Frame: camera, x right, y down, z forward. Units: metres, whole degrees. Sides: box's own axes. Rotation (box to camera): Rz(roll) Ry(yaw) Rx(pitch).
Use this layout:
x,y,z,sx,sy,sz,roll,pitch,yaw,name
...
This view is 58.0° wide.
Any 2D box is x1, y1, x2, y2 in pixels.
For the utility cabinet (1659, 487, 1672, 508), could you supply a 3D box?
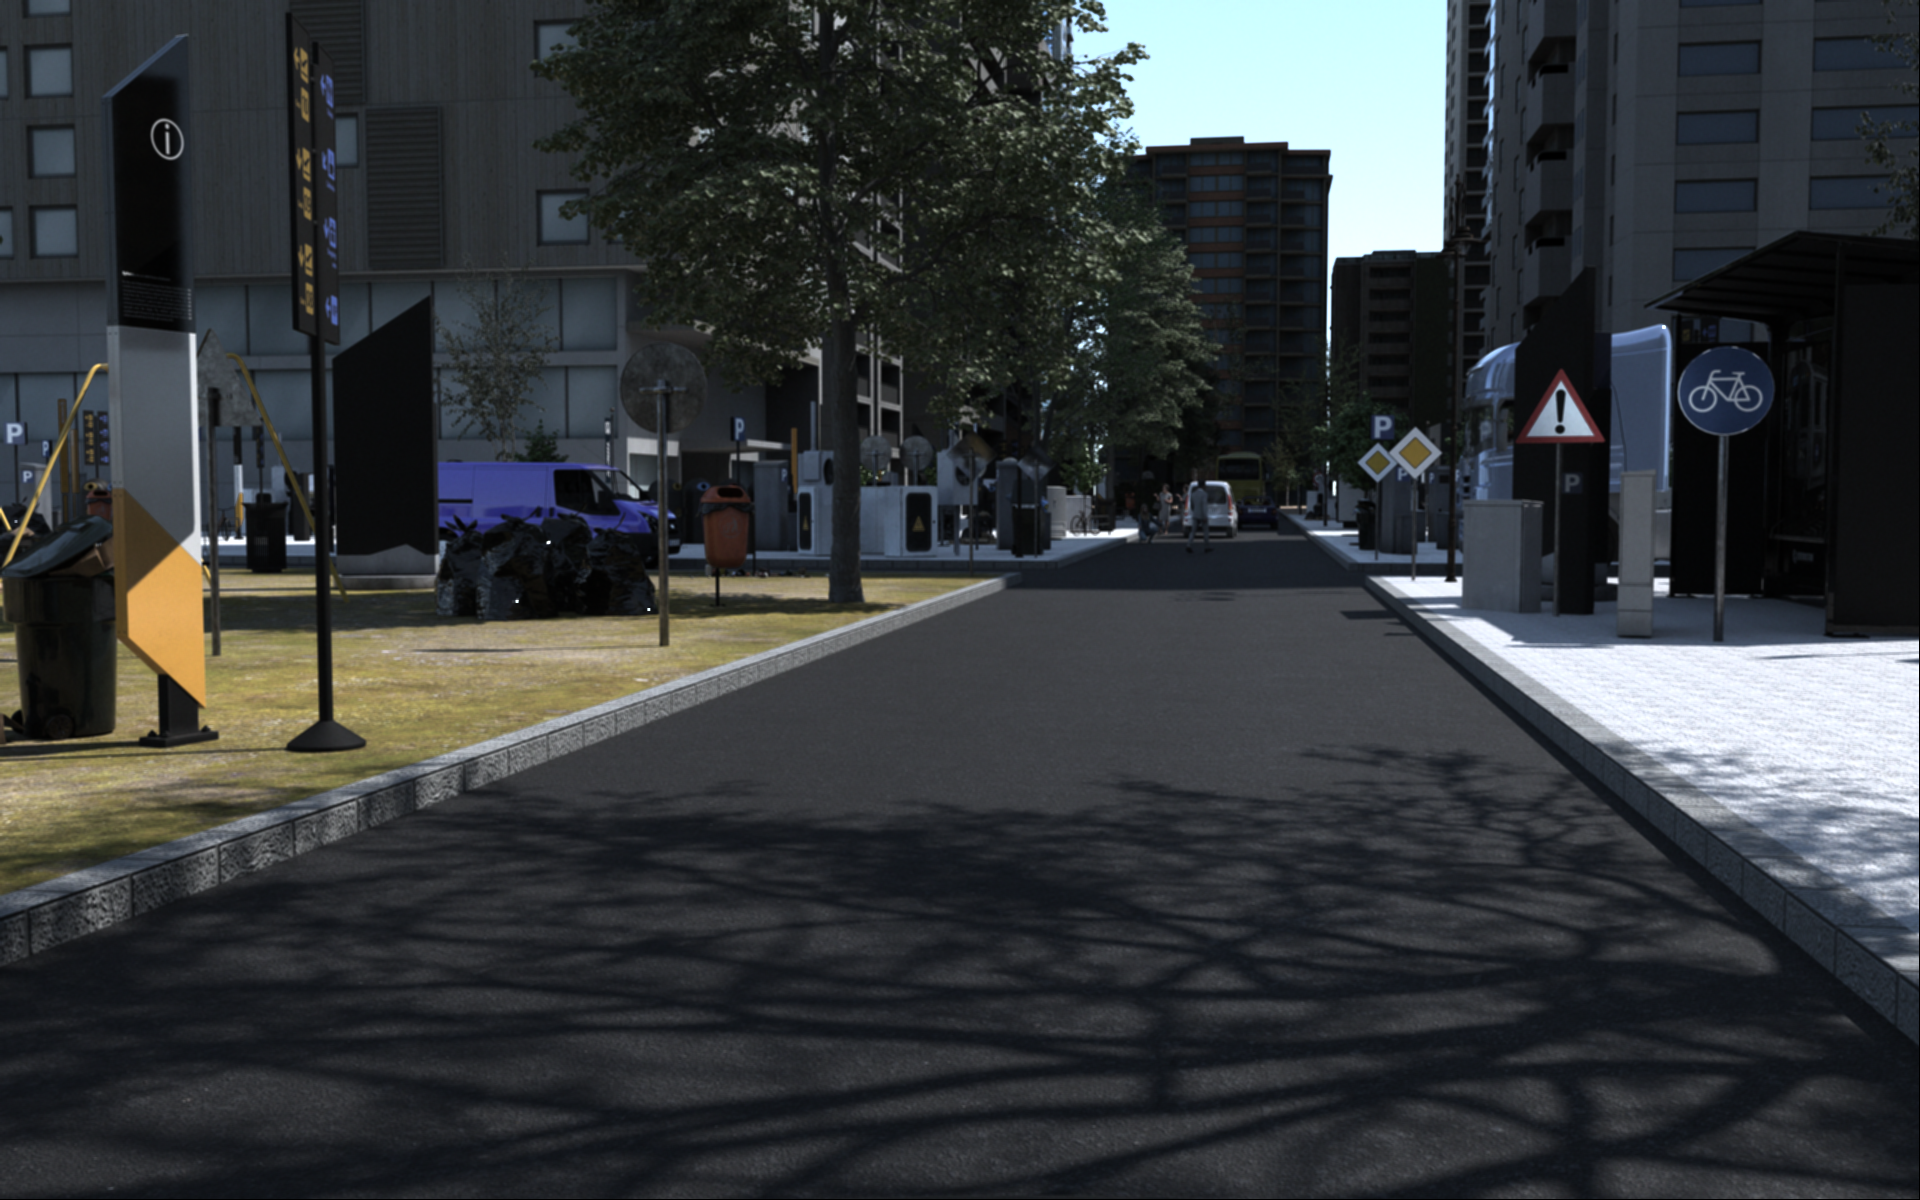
x,y,z,sx,sy,sz,roll,pitch,yaw,name
22.686,-2.872,55.643,0.318,1.500,1.173,-1,4,-21,utility cabinet

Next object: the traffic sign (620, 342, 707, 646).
x,y,z,sx,sy,sz,roll,pitch,yaw,name
-2.497,-0.883,14.543,0.768,2.556,0.104,1,4,11,traffic sign

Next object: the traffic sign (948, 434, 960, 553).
x,y,z,sx,sy,sz,roll,pitch,yaw,name
-0.102,-2.313,37.825,0.884,2.594,0.081,1,4,19,traffic sign

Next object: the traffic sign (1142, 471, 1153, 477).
x,y,z,sx,sy,sz,roll,pitch,yaw,name
10.247,-5.785,94.684,0.768,2.556,0.104,1,4,12,traffic sign

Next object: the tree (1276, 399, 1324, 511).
x,y,z,sx,sy,sz,roll,pitch,yaw,name
26.395,-11.231,133.984,4.360,8.622,3.978,0,3,0,tree

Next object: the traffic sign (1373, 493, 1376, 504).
x,y,z,sx,sy,sz,roll,pitch,yaw,name
11.735,-2.991,49.013,0.768,2.556,0.104,1,4,18,traffic sign

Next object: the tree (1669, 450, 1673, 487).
x,y,z,sx,sy,sz,roll,pitch,yaw,name
27.800,-4.491,68.026,1.663,3.219,1.824,0,3,0,tree

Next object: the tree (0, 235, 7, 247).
x,y,z,sx,sy,sz,roll,pitch,yaw,name
-5.061,-1.341,5.645,4.285,4.588,4.351,0,3,0,tree

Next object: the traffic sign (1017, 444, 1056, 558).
x,y,z,sx,sy,sz,roll,pitch,yaw,name
1.523,-1.896,34.642,0.795,2.450,0.064,1,4,10,traffic sign

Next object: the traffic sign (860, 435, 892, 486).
x,y,z,sx,sy,sz,roll,pitch,yaw,name
-1.852,-2.289,37.530,0.768,2.556,0.104,1,4,16,traffic sign

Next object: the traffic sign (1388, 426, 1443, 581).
x,y,z,sx,sy,sz,roll,pitch,yaw,name
6.723,-1.345,25.635,0.795,2.450,0.064,1,4,10,traffic sign

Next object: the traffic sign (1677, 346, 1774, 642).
x,y,z,sx,sy,sz,roll,pitch,yaw,name
6.605,-0.911,15.008,0.768,2.556,0.104,1,4,17,traffic sign

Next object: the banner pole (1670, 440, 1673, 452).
x,y,z,sx,sy,sz,roll,pitch,yaw,name
29.378,-4.948,70.922,0.863,3.779,0.401,3,5,45,banner pole

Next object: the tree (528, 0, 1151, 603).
x,y,z,sx,sy,sz,roll,pitch,yaw,name
-1.773,-6.262,20.504,7.486,12.596,7.792,0,3,0,tree

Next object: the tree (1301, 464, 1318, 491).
x,y,z,sx,sy,sz,roll,pitch,yaw,name
22.553,-7.036,109.641,1.663,3.219,1.824,0,3,0,tree

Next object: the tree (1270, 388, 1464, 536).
x,y,z,sx,sy,sz,roll,pitch,yaw,name
12.519,-4.240,53.034,4.285,4.588,4.351,0,3,0,tree

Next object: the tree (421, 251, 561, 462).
x,y,z,sx,sy,sz,roll,pitch,yaw,name
-13.772,-6.189,51.552,4.360,8.622,3.978,0,3,0,tree

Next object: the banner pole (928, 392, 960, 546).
x,y,z,sx,sy,sz,roll,pitch,yaw,name
-0.280,-3.220,42.662,0.401,3.779,0.863,3,5,44,banner pole

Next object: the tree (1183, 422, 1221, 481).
x,y,z,sx,sy,sz,roll,pitch,yaw,name
24.749,-13.752,175.204,4.360,8.622,3.978,0,3,0,tree

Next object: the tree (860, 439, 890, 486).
x,y,z,sx,sy,sz,roll,pitch,yaw,name
-3.560,-4.085,61.394,1.663,3.219,1.824,0,3,0,tree

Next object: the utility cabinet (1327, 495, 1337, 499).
x,y,z,sx,sy,sz,roll,pitch,yaw,name
21.286,-5.340,98.462,1.020,1.237,0.306,2,4,30,utility cabinet

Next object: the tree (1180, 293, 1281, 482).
x,y,z,sx,sy,sz,roll,pitch,yaw,name
23.321,-18.832,163.789,12.611,20.169,13.585,0,3,0,tree

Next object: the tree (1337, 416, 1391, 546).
x,y,z,sx,sy,sz,roll,pitch,yaw,name
10.246,-2.986,43.429,1.663,3.219,1.824,0,3,0,tree

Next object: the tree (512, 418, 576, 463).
x,y,z,sx,sy,sz,roll,pitch,yaw,name
-10.544,-3.025,44.057,1.663,3.219,1.824,0,3,0,tree

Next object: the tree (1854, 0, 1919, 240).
x,y,z,sx,sy,sz,roll,pitch,yaw,name
13.306,-4.383,22.028,4.360,8.622,3.978,0,3,0,tree

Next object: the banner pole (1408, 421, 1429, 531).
x,y,z,sx,sy,sz,roll,pitch,yaw,name
15.880,-4.270,59.838,0.863,3.779,0.401,1,4,8,banner pole

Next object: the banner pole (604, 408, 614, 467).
x,y,z,sx,sy,sz,roll,pitch,yaw,name
-10.120,-3.676,50.113,0.401,3.779,0.863,0,4,8,banner pole

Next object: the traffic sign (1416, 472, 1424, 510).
x,y,z,sx,sy,sz,roll,pitch,yaw,name
17.377,-3.906,65.989,0.606,2.300,0.079,1,4,15,traffic sign

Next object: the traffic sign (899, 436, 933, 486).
x,y,z,sx,sy,sz,roll,pitch,yaw,name
-0.973,-2.303,37.756,0.768,2.556,0.104,1,4,15,traffic sign

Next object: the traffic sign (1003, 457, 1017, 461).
x,y,z,sx,sy,sz,roll,pitch,yaw,name
1.721,-3.662,59.974,0.768,2.556,0.104,1,4,19,traffic sign

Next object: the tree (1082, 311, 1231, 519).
x,y,z,sx,sy,sz,roll,pitch,yaw,name
9.295,-9.401,88.111,7.601,10.594,8.767,3,4,36,tree

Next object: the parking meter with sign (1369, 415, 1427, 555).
x,y,z,sx,sy,sz,roll,pitch,yaw,name
9.395,-2.512,37.340,0.543,3.016,1.738,0,4,-8,parking meter with sign

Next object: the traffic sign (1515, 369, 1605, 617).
x,y,z,sx,sy,sz,roll,pitch,yaw,name
6.252,-1.106,18.089,0.884,2.594,0.081,1,4,17,traffic sign

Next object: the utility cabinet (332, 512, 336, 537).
x,y,z,sx,sy,sz,roll,pitch,yaw,name
-18.500,-2.642,51.882,0.318,1.500,1.173,2,4,24,utility cabinet

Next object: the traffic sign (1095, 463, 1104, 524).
x,y,z,sx,sy,sz,roll,pitch,yaw,name
5.576,-4.333,70.947,0.768,2.556,0.104,1,4,15,traffic sign

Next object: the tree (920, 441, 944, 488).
x,y,z,sx,sy,sz,roll,pitch,yaw,name
-0.553,-4.115,61.879,1.663,3.219,1.824,0,3,0,tree

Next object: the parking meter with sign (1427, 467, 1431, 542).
x,y,z,sx,sy,sz,roll,pitch,yaw,name
12.887,-3.060,46.284,1.738,3.016,0.543,-1,4,-12,parking meter with sign

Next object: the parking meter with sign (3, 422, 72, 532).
x,y,z,sx,sy,sz,roll,pitch,yaw,name
-22.832,-2.849,42.849,0.543,3.016,1.738,0,4,3,parking meter with sign

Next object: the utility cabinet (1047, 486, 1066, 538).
x,y,z,sx,sy,sz,roll,pitch,yaw,name
2.588,-2.543,50.260,1.173,1.500,0.318,-3,5,-44,utility cabinet

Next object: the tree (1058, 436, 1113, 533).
x,y,z,sx,sy,sz,roll,pitch,yaw,name
4.011,-3.848,57.510,1.663,3.219,1.824,0,3,0,tree

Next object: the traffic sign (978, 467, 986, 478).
x,y,z,sx,sy,sz,roll,pitch,yaw,name
0.466,-3.389,55.518,0.768,2.556,0.104,1,4,17,traffic sign

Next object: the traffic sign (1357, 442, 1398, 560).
x,y,z,sx,sy,sz,roll,pitch,yaw,name
8.069,-1.827,33.507,0.795,2.450,0.064,1,4,10,traffic sign

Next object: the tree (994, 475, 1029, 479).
x,y,z,sx,sy,sz,roll,pitch,yaw,name
2.574,-5.424,83.289,1.663,3.219,1.824,0,3,0,tree

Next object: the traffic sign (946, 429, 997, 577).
x,y,z,sx,sy,sz,roll,pitch,yaw,name
0.177,-1.415,26.771,0.795,2.450,0.064,1,4,10,traffic sign

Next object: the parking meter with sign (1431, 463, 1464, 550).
x,y,z,sx,sy,sz,roll,pitch,yaw,name
11.798,-2.702,40.433,1.738,3.016,0.543,-3,5,-41,parking meter with sign

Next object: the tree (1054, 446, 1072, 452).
x,y,z,sx,sy,sz,roll,pitch,yaw,name
6.581,-7.431,105.215,4.285,4.588,4.351,0,3,0,tree

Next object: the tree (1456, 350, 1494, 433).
x,y,z,sx,sy,sz,roll,pitch,yaw,name
26.615,-8.229,84.904,4.737,8.622,4.395,0,3,0,tree

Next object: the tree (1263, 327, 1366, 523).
x,y,z,sx,sy,sz,roll,pitch,yaw,name
16.119,-7.734,76.806,4.737,8.622,4.395,0,3,0,tree

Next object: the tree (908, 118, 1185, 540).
x,y,z,sx,sy,sz,roll,pitch,yaw,name
2.296,-7.474,47.962,9.928,11.665,9.643,0,3,0,tree

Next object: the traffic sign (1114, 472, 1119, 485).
x,y,z,sx,sy,sz,roll,pitch,yaw,name
7.178,-4.849,81.407,0.606,2.300,0.079,1,4,13,traffic sign

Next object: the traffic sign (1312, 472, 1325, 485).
x,y,z,sx,sy,sz,roll,pitch,yaw,name
20.770,-6.122,100.205,0.768,2.556,0.104,1,4,10,traffic sign

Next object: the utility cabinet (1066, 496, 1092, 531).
x,y,z,sx,sy,sz,roll,pitch,yaw,name
4.094,-3.033,60.753,1.020,1.237,0.306,-1,4,-19,utility cabinet

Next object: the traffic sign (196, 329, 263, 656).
x,y,z,sx,sy,sz,roll,pitch,yaw,name
-5.897,-0.835,13.664,0.884,2.594,0.081,1,4,14,traffic sign
